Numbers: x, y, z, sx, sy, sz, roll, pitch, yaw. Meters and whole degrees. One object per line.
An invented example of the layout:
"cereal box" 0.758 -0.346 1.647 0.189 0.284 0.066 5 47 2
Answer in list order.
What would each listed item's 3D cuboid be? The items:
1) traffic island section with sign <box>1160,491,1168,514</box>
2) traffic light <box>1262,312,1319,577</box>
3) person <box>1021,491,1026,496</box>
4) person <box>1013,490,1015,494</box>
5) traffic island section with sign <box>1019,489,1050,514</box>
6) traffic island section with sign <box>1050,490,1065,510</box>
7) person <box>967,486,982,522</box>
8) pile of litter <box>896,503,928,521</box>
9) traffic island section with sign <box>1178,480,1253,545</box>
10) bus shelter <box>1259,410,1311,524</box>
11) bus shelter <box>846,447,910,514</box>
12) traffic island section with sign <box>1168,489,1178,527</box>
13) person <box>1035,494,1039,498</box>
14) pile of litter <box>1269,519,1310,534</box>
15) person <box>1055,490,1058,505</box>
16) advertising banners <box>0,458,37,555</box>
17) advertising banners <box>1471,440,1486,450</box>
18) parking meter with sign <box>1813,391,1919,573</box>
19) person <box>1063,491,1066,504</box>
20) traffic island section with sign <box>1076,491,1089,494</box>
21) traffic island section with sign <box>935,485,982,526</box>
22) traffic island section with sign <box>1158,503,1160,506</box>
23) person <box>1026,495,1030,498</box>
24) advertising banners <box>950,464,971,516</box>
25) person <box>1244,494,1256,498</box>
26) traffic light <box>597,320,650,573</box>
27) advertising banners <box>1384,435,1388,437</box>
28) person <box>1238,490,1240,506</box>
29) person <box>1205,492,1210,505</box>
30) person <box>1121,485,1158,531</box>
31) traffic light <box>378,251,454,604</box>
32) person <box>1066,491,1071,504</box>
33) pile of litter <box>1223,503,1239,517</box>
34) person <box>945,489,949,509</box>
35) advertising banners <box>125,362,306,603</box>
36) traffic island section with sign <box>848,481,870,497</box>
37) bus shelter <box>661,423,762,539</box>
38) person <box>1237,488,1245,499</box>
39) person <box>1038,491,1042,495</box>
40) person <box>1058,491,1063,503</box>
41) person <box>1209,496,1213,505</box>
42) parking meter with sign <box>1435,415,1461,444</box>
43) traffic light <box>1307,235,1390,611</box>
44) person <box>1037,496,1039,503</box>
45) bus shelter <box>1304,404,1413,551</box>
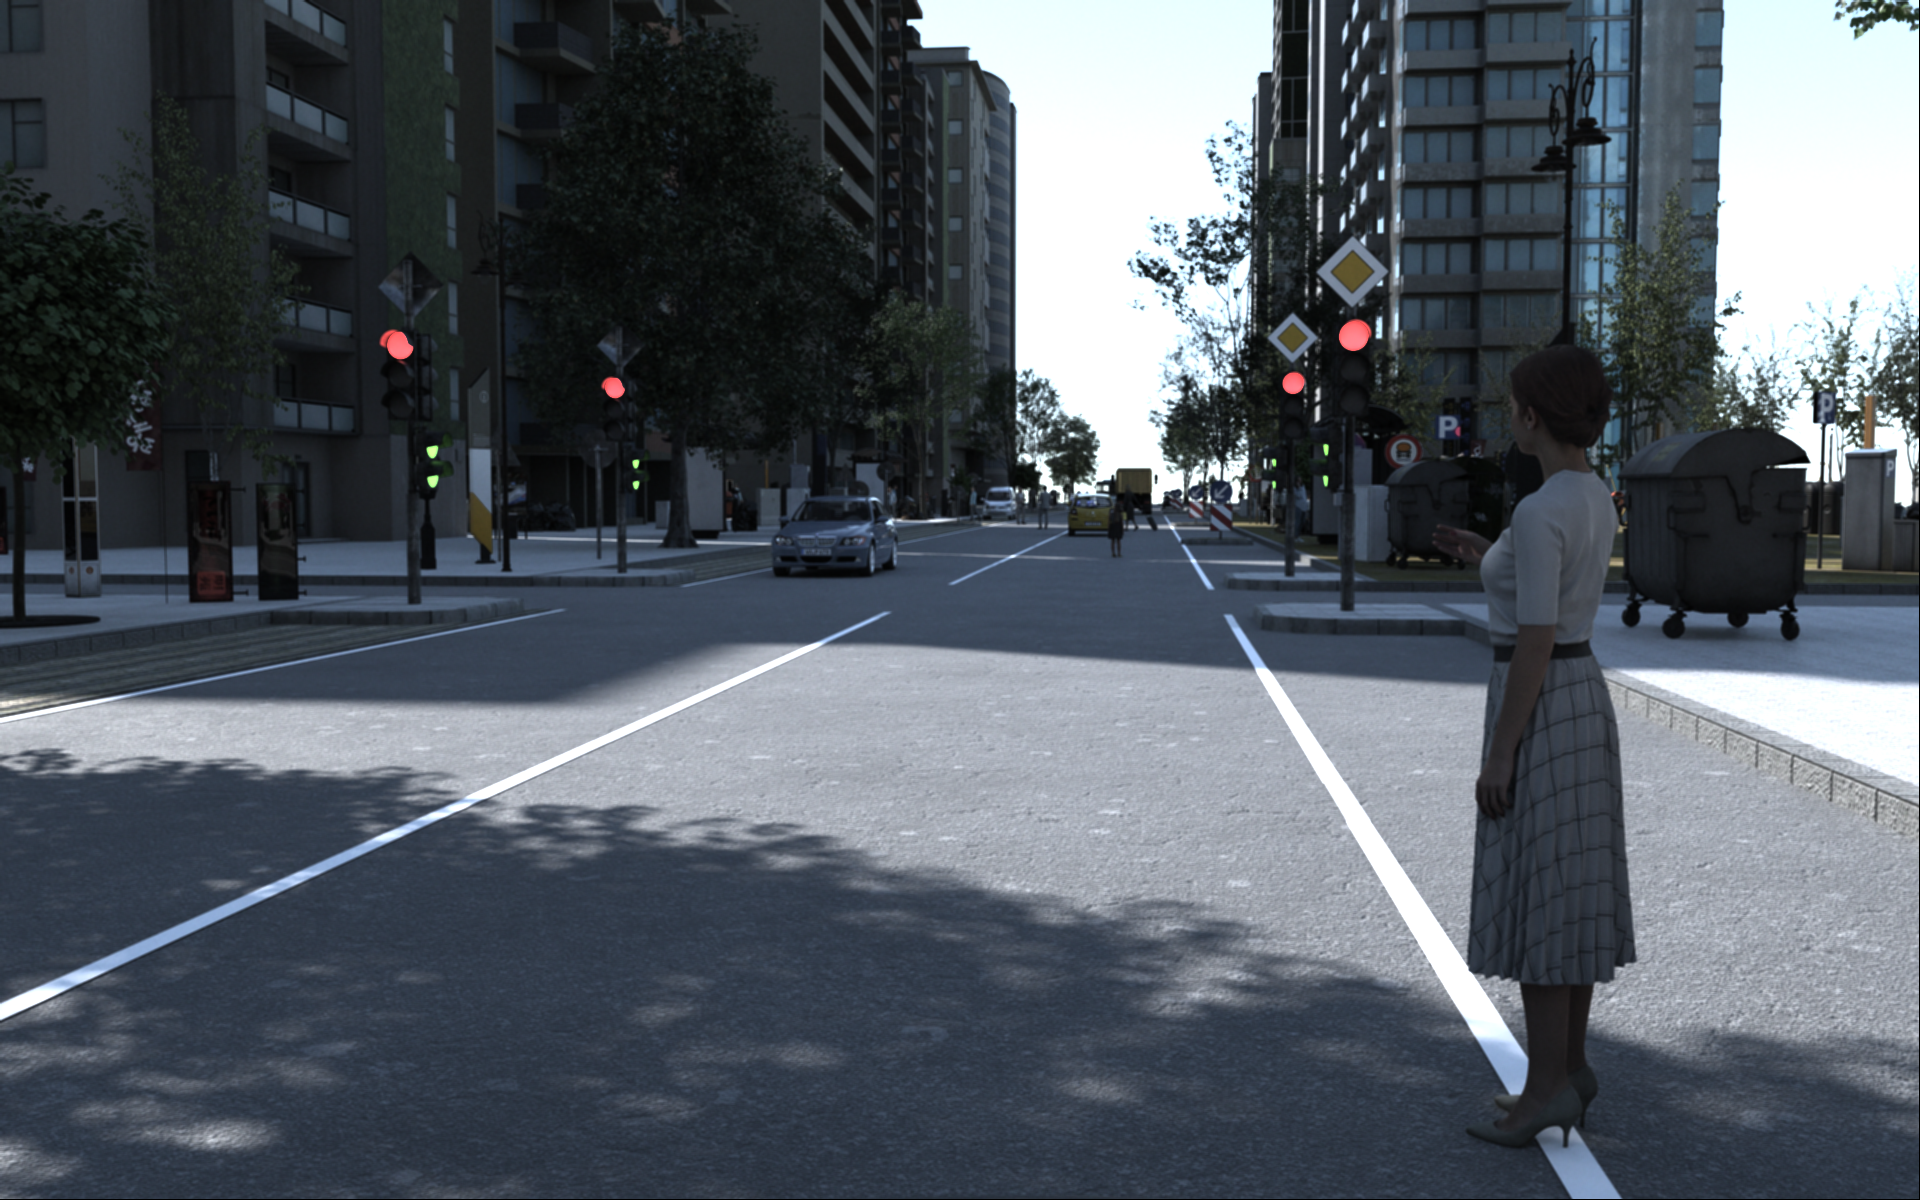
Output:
"traffic island section with sign" 15.762 -7.186 126.113 1.989 1.847 2.006 0 4 6
"traffic light" 5.122 -2.322 26.893 0.839 4.253 0.868 0 4 6
"person" 7.646 -12.735 214.989 1.217 1.736 0.721 1 4 13
"person" 6.876 -13.364 224.536 1.348 1.826 0.705 -2 4 -34
"traffic island section with sign" 5.364 -7.231 126.853 1.989 1.847 2.006 0 4 6
"traffic island section with sign" 8.349 -8.888 153.951 1.989 1.847 2.006 0 4 6
"person" 0.752 -4.929 88.948 0.748 1.841 0.638 0 4 5
"pile of litter" -2.349 -4.295 84.189 1.719 0.858 1.176 1 4 14
"traffic island section with sign" 7.298 -2.490 49.338 1.989 1.847 2.006 0 4 6
"bus shelter" 14.639 -6.134 77.925 2.179 5.291 8.768 0 4 6
"bus shelter" -3.641 -5.139 77.953 2.014 3.302 5.546 0 4 6
"traffic island section with sign" 10.254 -4.129 76.132 1.989 1.847 2.006 0 4 6
"person" 8.776 -12.089 203.331 1.348 1.869 0.705 3 5 43
"pile of litter" 10.878 -2.625 56.890 1.719 0.858 1.176 -1 4 -16
"person" 11.525 -12.325 207.640 0.705 1.814 1.350 1 4 17
"advertising banners" -20.425 -2.469 36.560 2.074 3.025 0.090 0 4 -3
"advertising banners" 15.720 -3.611 55.222 2.074 3.025 0.090 0 4 2
"parking meter with sign" 15.187 -1.997 28.907 0.543 3.016 1.738 -2 4 -34
"person" 13.757 -13.501 227.719 0.436 1.711 0.756 0 4 -4
"traffic island section with sign" 14.439 -12.268 209.205 1.989 1.847 2.006 0 4 6
"traffic island section with sign" -0.053 -4.227 77.742 1.989 1.847 2.006 0 4 6
"traffic island section with sign" 18.764 -8.848 153.287 1.989 1.847 2.006 0 4 6
"person" 9.564 -14.289 239.681 0.705 1.822 1.348 -2 4 -28
"advertising banners" 0.033 -6.442 101.519 0.090 3.025 2.074 2 4 35
"person" 23.200 -8.108 138.603 0.705 1.824 1.348 -3 5 -43
"traffic light" -5.477 -2.393 28.041 0.839 4.253 0.868 0 4 6
"advertising banners" 12.020 -3.361 51.138 2.074 3.025 0.090 -1 4 -8
"person" 30.115 -10.960 186.070 0.721 1.723 1.217 0 4 2
"person" 29.944 -12.451 210.328 1.217 1.743 0.721 3 5 41
"person" 6.958 -3.591 67.437 1.509 1.804 0.699 0 4 -1
"traffic light" -6.352 -1.907 20.104 0.839 4.253 0.868 0 4 6
"person" 14.528 -13.801 232.369 0.721 1.739 1.217 3 5 40
"pile of litter" 15.395 -5.176 98.591 1.176 0.858 1.719 3 4 38
"person" -1.166 -8.328 143.001 0.445 1.727 0.742 -1 4 -10
"advertising banners" -8.858 -1.486 20.482 2.074 3.025 0.090 -2 4 -31
"traffic island section with sign" -3.005 -2.588 50.948 1.989 1.847 2.006 0 4 6
"bus shelter" -7.170 -3.538 51.778 2.014 3.302 5.546 0 4 6
"person" 22.245 -7.994 137.259 0.721 1.766 1.217 -1 4 -17
"person" 10.586 -13.325 223.892 1.348 1.826 0.705 0 4 2
"person" 13.638 -14.229 239.202 1.217 1.766 0.721 -2 4 -23
"person" 25.236 -10.068 173.884 0.991 1.433 0.599 0 4 -3
"parking meter with sign" 10.415 -2.514 37.358 0.543 3.016 1.738 1 4 22
"traffic light" 4.247 -1.837 18.956 0.839 4.253 0.868 0 4 6
"person" 11.154 -14.717 247.180 0.721 1.766 1.217 -1 4 -10
"bus shelter" 9.453 -2.921 41.683 2.014 3.302 5.546 0 4 6
